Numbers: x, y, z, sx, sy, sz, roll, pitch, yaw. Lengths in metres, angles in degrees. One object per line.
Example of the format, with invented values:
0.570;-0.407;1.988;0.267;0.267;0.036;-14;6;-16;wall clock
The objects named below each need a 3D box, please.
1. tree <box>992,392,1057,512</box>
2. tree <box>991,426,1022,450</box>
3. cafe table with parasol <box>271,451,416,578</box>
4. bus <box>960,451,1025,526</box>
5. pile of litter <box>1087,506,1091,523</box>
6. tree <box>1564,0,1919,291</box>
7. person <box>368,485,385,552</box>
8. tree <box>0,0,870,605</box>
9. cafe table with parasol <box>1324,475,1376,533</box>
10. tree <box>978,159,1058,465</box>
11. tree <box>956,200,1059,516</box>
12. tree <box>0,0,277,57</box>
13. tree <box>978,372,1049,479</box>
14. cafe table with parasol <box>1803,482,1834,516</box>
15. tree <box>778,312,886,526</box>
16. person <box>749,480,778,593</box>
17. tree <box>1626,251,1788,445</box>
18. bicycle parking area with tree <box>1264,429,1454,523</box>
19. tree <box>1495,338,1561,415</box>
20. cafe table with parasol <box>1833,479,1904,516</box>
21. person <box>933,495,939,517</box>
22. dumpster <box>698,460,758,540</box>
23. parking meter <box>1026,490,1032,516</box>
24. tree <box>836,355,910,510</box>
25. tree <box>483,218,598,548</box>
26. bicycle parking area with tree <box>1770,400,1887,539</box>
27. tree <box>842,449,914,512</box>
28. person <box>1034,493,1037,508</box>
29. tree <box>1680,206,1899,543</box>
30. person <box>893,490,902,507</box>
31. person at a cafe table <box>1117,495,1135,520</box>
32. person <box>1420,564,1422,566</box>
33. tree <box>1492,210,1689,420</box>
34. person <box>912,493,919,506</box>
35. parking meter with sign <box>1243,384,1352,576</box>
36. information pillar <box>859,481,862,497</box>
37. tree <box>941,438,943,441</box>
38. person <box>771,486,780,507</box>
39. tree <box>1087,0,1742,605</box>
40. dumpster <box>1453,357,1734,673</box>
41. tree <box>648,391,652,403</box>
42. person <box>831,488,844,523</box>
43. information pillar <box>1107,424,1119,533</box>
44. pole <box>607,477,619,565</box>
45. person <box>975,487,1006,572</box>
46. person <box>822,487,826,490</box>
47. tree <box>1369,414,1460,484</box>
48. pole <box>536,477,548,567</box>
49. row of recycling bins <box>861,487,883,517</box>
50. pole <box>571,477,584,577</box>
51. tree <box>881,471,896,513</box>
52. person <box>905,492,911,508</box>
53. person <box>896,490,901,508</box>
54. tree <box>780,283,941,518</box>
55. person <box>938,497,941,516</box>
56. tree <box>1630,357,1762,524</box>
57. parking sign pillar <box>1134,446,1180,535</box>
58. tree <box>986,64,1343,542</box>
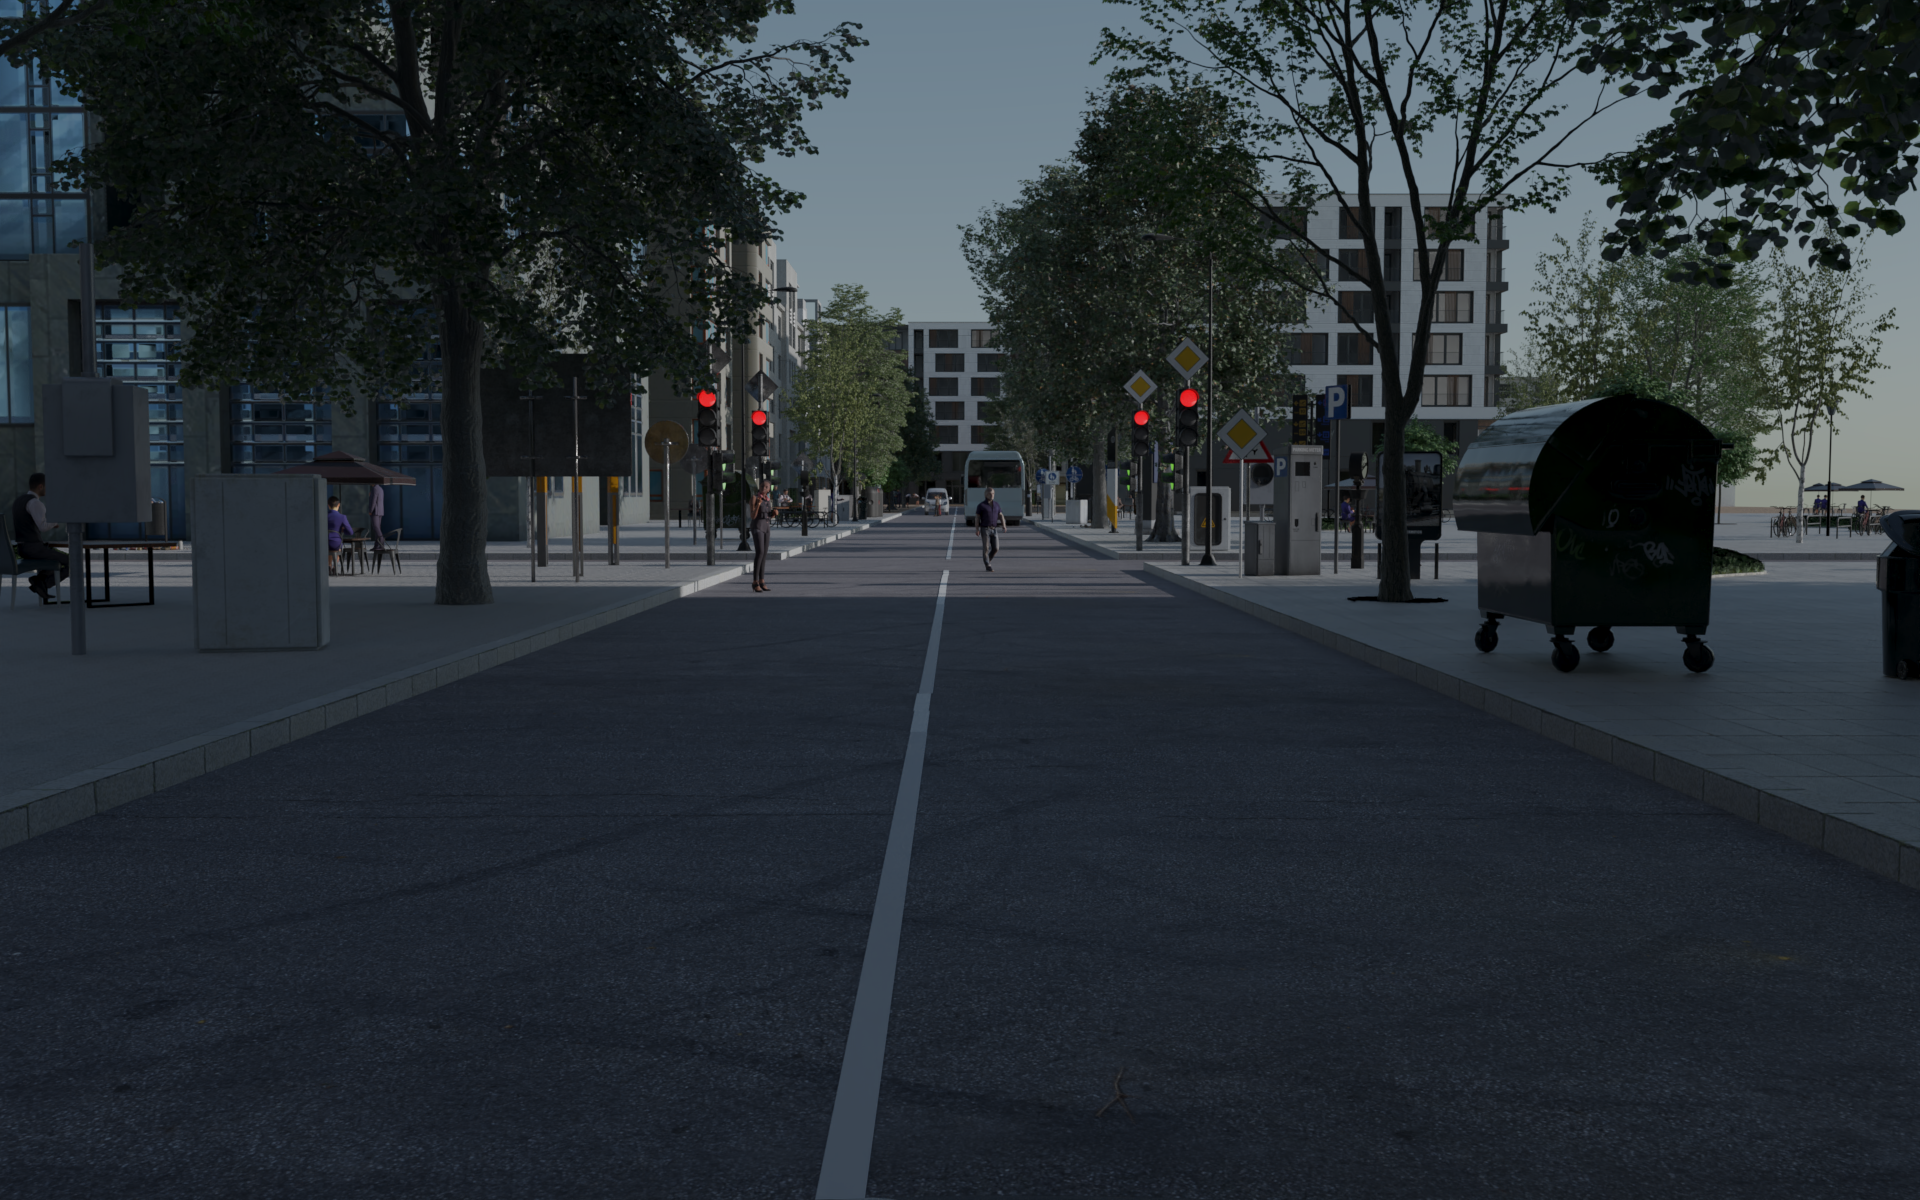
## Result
4.353;-9.896;112.159;4.360;8.622;3.978;0;3;0;tree
4.703;-13.666;173.801;4.737;8.622;4.395;0;3;0;tree
-9.787;-1.376;27.366;2.610;1.966;2.610;-3;4;-37;cafe table with parasol
1.482;-5.256;80.797;2.948;3.499;13.247;0;3;0;bus
5.754;-3.837;76.698;1.176;0.858;1.719;-3;4;-36;pile of litter
5.539;-6.087;6.180;9.857;13.997;8.962;0;3;0;tree
-13.044;-1.940;38.678;0.530;1.710;0.541;1;4;9;person
-5.932;-6.926;19.898;9.857;13.997;8.962;0;3;0;tree
13.304;-3.199;57.173;2.610;1.966;2.610;3;5;40;cafe table with parasol
5.257;-9.626;64.034;9.857;13.997;8.962;0;3;0;tree
6.480;-14.885;99.259;12.611;20.169;13.585;0;3;0;tree
-5.202;-5.023;7.874;9.928;11.665;9.643;0;3;0;tree
5.039;-14.592;156.712;7.486;12.596;7.792;0;3;0;tree
50.769;-5.864;100.746;2.610;1.966;2.610;3;4;36;cafe table with parasol
-5.153;-7.326;70.144;4.737;8.622;4.395;0;3;0;tree
-2.877;-0.944;25.403;0.415;1.643;0.593;-1;4;-13;person
34.504;-9.929;80.461;7.486;12.596;7.792;0;3;0;tree
18.127;-5.584;78.301;8.231;4.147;9.016;-2;4;-29;bicycle parking area with tree
27.335;-8.085;82.559;4.360;8.622;3.978;0;3;0;tree
41.077;-4.479;78.103;2.610;1.966;2.610;2;4;32;cafe table with parasol
-1.525;-6.008;110.639;0.340;1.345;0.435;1;4;11;person
-6.482;-2.812;48.465;1.502;2.255;1.985;0;3;0;dumpster
3.953;-5.565;99.396;0.372;1.533;0.369;0;3;0;parking meter
-5.725;-13.660;140.344;9.611;12.733;9.660;0;3;0;tree
-10.334;-5.568;41.401;4.360;8.622;3.978;0;3;0;tree
24.504;-4.116;54.294;9.016;4.147;8.231;-3;4;-38;bicycle parking area with tree
-5.877;-7.661;108.968;4.285;4.588;4.351;0;3;0;tree
7.032;-9.258;158.880;0.415;1.643;0.593;2;4;24;person
22.207;-5.816;45.452;4.737;8.622;4.395;0;3;0;tree
-6.406;-10.051;170.464;1.350;1.814;0.705;1;4;17;person
9.069;-4.948;91.766;1.698;1.238;1.726;1;4;15;person at a cafe table
8.035;-1.384;30.939;0.388;1.546;0.482;-1;4;-15;person
16.846;-5.842;45.880;4.737;8.622;4.395;0;3;0;tree
-4.870;-11.146;191.461;0.628;1.438;0.799;2;4;32;person
5.316;-1.904;27.392;1.738;3.016;0.543;-2;4;-28;parking meter with sign
-5.929;-5.901;100.970;0.304;2.012;0.304;-2;4;-33;information pillar
-5.678;-14.969;162.871;7.486;12.596;7.792;0;3;0;tree
-11.764;-6.364;110.214;0.598;1.807;0.434;2;4;31;person
5.302;-5.792;20.460;9.928;11.665;9.643;0;3;0;tree
4.763;-0.653;13.171;1.502;2.255;1.985;0;3;0;dumpster
-16.323;-7.921;79.868;4.360;8.622;3.978;0;3;0;tree
-5.421;-4.135;76.017;0.453;1.535;0.546;3;5;44;person
5.000;-4.001;56.777;0.183;3.616;0.504;-2;4;-31;information pillar
-6.255;-2.284;31.188;0.158;3.312;0.155;0;3;0;pole
0.583;-1.304;32.028;0.569;1.553;0.471;0;4;7;person
-9.189;-6.815;118.204;0.721;1.736;1.217;1;4;23;person
18.060;-5.226;69.151;4.285;4.588;4.351;0;3;0;tree
-7.357;-2.239;30.452;0.158;3.312;0.155;0;3;0;pole
-4.949;-5.473;96.589;1.069;1.692;3.534;0;4;5;row of recycling bins
-5.958;-2.023;26.915;0.158;3.312;0.155;0;3;0;pole
-5.413;-7.636;119.445;1.663;3.219;1.824;0;3;0;tree
-4.656;-9.075;157.611;0.628;1.438;0.799;-1;4;-11;person
-5.659;-9.272;158.087;0.568;1.767;0.683;-1;4;-22;person
-5.871;-10.753;93.943;7.486;12.596;7.792;0;3;0;tree
-1.373;-6.120;112.474;0.435;1.345;0.340;2;4;28;person
16.132;-3.535;41.507;4.285;4.588;4.351;0;3;0;tree
6.247;-4.055;54.768;1.447;3.967;1.447;3;5;39;parking sign pillar
5.425;-7.910;46.338;9.611;12.733;9.660;0;3;0;tree
